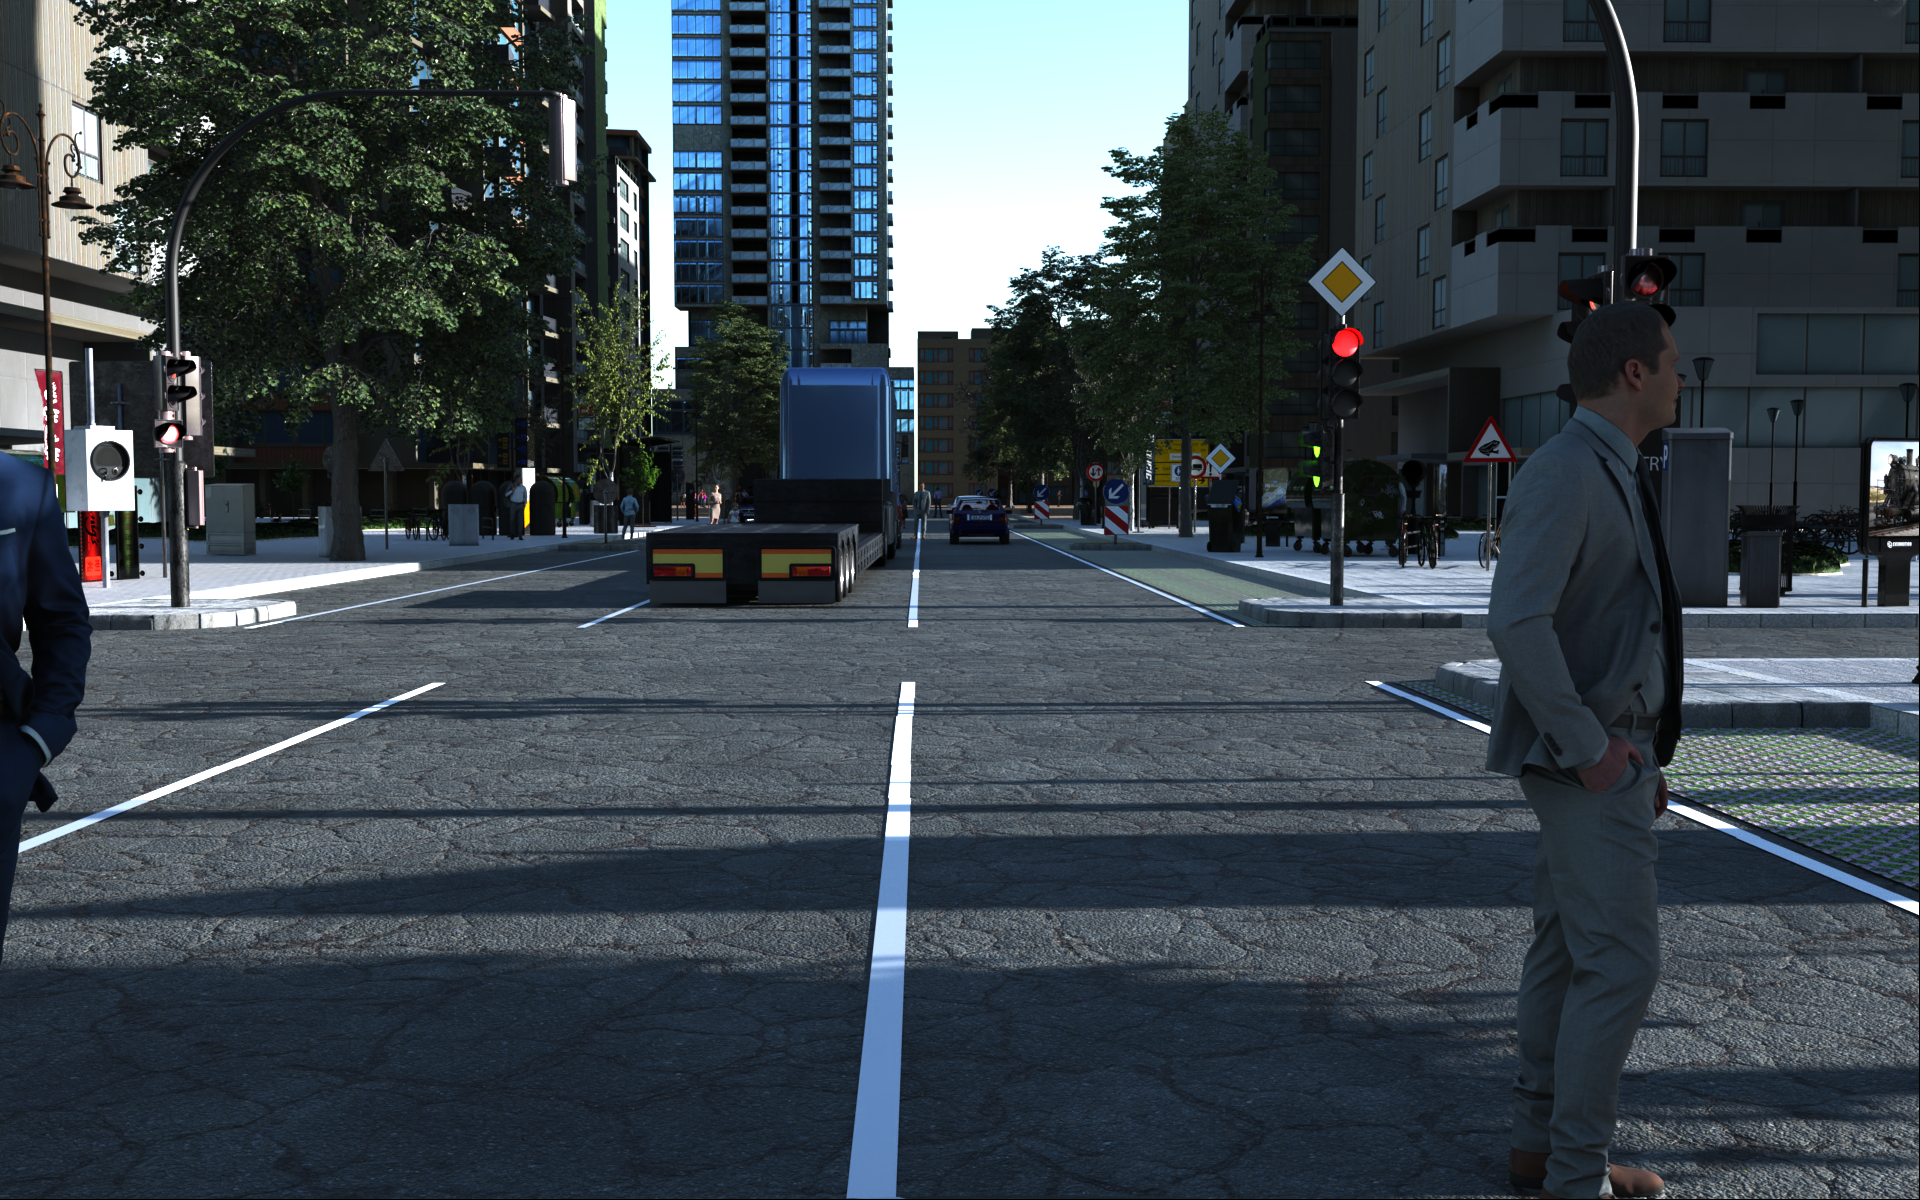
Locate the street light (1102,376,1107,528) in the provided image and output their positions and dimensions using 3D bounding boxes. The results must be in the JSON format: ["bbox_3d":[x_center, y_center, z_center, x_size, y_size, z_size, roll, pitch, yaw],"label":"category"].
[{"bbox_3d":[5.370,-5.614,64.582,0.468,5.910,1.993,0,4,-1],"label":"street light"}]

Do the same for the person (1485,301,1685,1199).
[{"bbox_3d":[1.256,0.314,3.461,0.391,1.810,0.635,1,4,19],"label":"person"}]

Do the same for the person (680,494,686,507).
[{"bbox_3d":[-26.762,-9.722,168.180,0.799,1.438,0.628,-2,4,-27],"label":"person"}]

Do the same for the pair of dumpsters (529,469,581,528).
[{"bbox_3d":[-15.824,-3.934,66.815,1.574,2.255,4.437,0,4,-1],"label":"pair of dumpsters"}]

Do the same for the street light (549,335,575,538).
[{"bbox_3d":[-11.547,-4.747,50.398,0.468,5.910,1.993,0,4,-1],"label":"street light"}]

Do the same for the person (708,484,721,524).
[{"bbox_3d":[-8.142,-2.980,57.568,0.599,1.781,0.374,-3,4,-39],"label":"person"}]

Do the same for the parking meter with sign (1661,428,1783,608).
[{"bbox_3d":[8.418,-1.437,19.762,1.738,3.016,0.543,1,4,12],"label":"parking meter with sign"}]

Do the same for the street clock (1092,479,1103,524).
[{"bbox_3d":[5.961,-4.303,74.920,0.358,2.002,0.471,-3,4,-38],"label":"street clock"}]

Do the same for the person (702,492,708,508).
[{"bbox_3d":[-23.600,-9.239,160.319,0.599,1.433,0.991,2,4,25],"label":"person"}]

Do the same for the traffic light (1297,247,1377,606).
[{"bbox_3d":[4.322,-1.892,19.851,0.839,4.253,0.868,0,4,-1],"label":"traffic light"}]

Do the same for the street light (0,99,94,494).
[{"bbox_3d":[-10.870,-2.927,20.652,0.468,5.910,1.993,0,4,-1],"label":"street light"}]

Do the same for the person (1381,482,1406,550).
[{"bbox_3d":[9.958,-2.072,39.765,0.661,1.843,0.795,3,5,42],"label":"person"}]

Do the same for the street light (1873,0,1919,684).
[{"bbox_3d":[6.548,-2.371,11.549,0.468,5.910,1.993,0,4,-1],"label":"street light"}]

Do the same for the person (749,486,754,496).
[{"bbox_3d":[-15.095,-7.324,125.420,0.705,1.869,1.348,0,4,7],"label":"person"}]

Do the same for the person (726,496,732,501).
[{"bbox_3d":[-19.573,-8.477,145.326,0.721,1.739,1.217,3,4,37],"label":"person"}]

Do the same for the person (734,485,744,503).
[{"bbox_3d":[-12.759,-5.745,100.103,0.705,1.807,1.348,1,4,20],"label":"person"}]

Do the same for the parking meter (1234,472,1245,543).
[{"bbox_3d":[7.266,-2.407,45.064,0.255,1.863,0.399,1,4,19],"label":"parking meter"}]

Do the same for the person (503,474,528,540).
[{"bbox_3d":[-12.427,-2.587,48.442,0.679,1.850,0.850,-2,4,-25],"label":"person"}]

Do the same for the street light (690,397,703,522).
[{"bbox_3d":[-12.256,-6.593,80.577,0.468,5.910,1.993,0,4,-1],"label":"street light"}]

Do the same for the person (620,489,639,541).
[{"bbox_3d":[-10.102,-2.611,52.996,0.589,1.601,0.330,1,4,9],"label":"person"}]

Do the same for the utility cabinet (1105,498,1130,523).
[{"bbox_3d":[6.932,-4.121,76.064,1.173,1.500,0.318,1,4,11],"label":"utility cabinet"}]

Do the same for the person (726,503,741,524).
[{"bbox_3d":[-5.951,-1.958,45.536,0.382,1.210,0.505,2,4,29],"label":"person"}]

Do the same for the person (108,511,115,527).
[{"bbox_3d":[-23.298,-2.478,46.773,0.699,1.804,1.509,-2,4,-34],"label":"person"}]

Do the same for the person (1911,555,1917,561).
[{"bbox_3d":[18.390,-1.501,33.174,0.503,1.515,0.523,-1,4,-19],"label":"person"}]

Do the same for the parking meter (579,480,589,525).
[{"bbox_3d":[-15.796,-4.100,72.740,0.399,1.863,0.255,3,4,38],"label":"parking meter"}]

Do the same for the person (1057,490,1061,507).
[{"bbox_3d":[9.818,-10.027,171.448,0.415,1.643,0.593,0,4,0],"label":"person"}]

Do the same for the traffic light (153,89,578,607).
[{"bbox_3d":[-6.746,-2.750,19.628,4.771,5.953,1.251,0,4,-1],"label":"traffic light"}]

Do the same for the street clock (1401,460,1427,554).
[{"bbox_3d":[9.659,-1.977,36.890,0.471,2.002,0.358,2,4,35],"label":"street clock"}]

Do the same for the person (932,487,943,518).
[{"bbox_3d":[-1.370,-5.865,104.267,0.709,1.838,0.599,-1,4,-22],"label":"person"}]

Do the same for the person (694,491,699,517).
[{"bbox_3d":[-14.756,-5.325,96.340,0.421,1.427,0.697,-1,4,-18],"label":"person"}]

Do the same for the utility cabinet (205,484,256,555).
[{"bbox_3d":[-15.322,-1.692,36.347,1.173,1.500,0.318,2,4,28],"label":"utility cabinet"}]

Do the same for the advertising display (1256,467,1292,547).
[{"bbox_3d":[7.655,-2.269,42.318,0.123,1.923,0.974,-3,5,-43],"label":"advertising display"}]

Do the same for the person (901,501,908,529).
[{"bbox_3d":[-2.314,-3.602,72.068,0.362,1.253,0.373,-3,5,-40],"label":"person"}]

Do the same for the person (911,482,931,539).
[{"bbox_3d":[-1.252,-2.874,55.582,0.635,1.810,0.391,1,4,11],"label":"person"}]

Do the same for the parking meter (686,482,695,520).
[{"bbox_3d":[-13.555,-4.974,87.043,0.399,1.863,0.255,-3,5,-42],"label":"parking meter"}]

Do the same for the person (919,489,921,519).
[{"bbox_3d":[-2.259,-5.559,99.490,0.705,1.812,1.348,3,4,39],"label":"person"}]

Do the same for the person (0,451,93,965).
[{"bbox_3d":[-1.960,0.337,3.168,0.721,1.800,0.419,-3,5,-43],"label":"person"}]

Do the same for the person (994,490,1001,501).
[{"bbox_3d":[2.380,-6.376,113.567,0.721,1.723,1.217,-2,4,-31],"label":"person"}]

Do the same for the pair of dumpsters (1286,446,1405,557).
[{"bbox_3d":[8.215,-2.115,37.081,1.574,2.255,4.437,0,4,-1],"label":"pair of dumpsters"}]

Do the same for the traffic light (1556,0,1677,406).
[{"bbox_3d":[2.408,-2.264,11.681,4.771,5.953,1.251,0,4,-1],"label":"traffic light"}]

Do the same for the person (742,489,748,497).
[{"bbox_3d":[-19.397,-9.079,155.430,0.756,1.711,0.436,1,4,13],"label":"person"}]

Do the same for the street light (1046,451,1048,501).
[{"bbox_3d":[4.727,-7.442,94.461,0.468,5.910,1.993,0,4,-1],"label":"street light"}]

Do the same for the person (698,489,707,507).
[{"bbox_3d":[-25.097,-9.909,168.781,0.721,1.743,1.217,3,4,39],"label":"person"}]

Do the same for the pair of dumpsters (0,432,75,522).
[{"bbox_3d":[-14.995,-1.429,25.863,1.574,2.255,4.437,0,4,-1],"label":"pair of dumpsters"}]

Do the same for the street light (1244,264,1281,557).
[{"bbox_3d":[6.067,-3.801,34.927,0.468,5.910,1.993,0,4,-1],"label":"street light"}]
